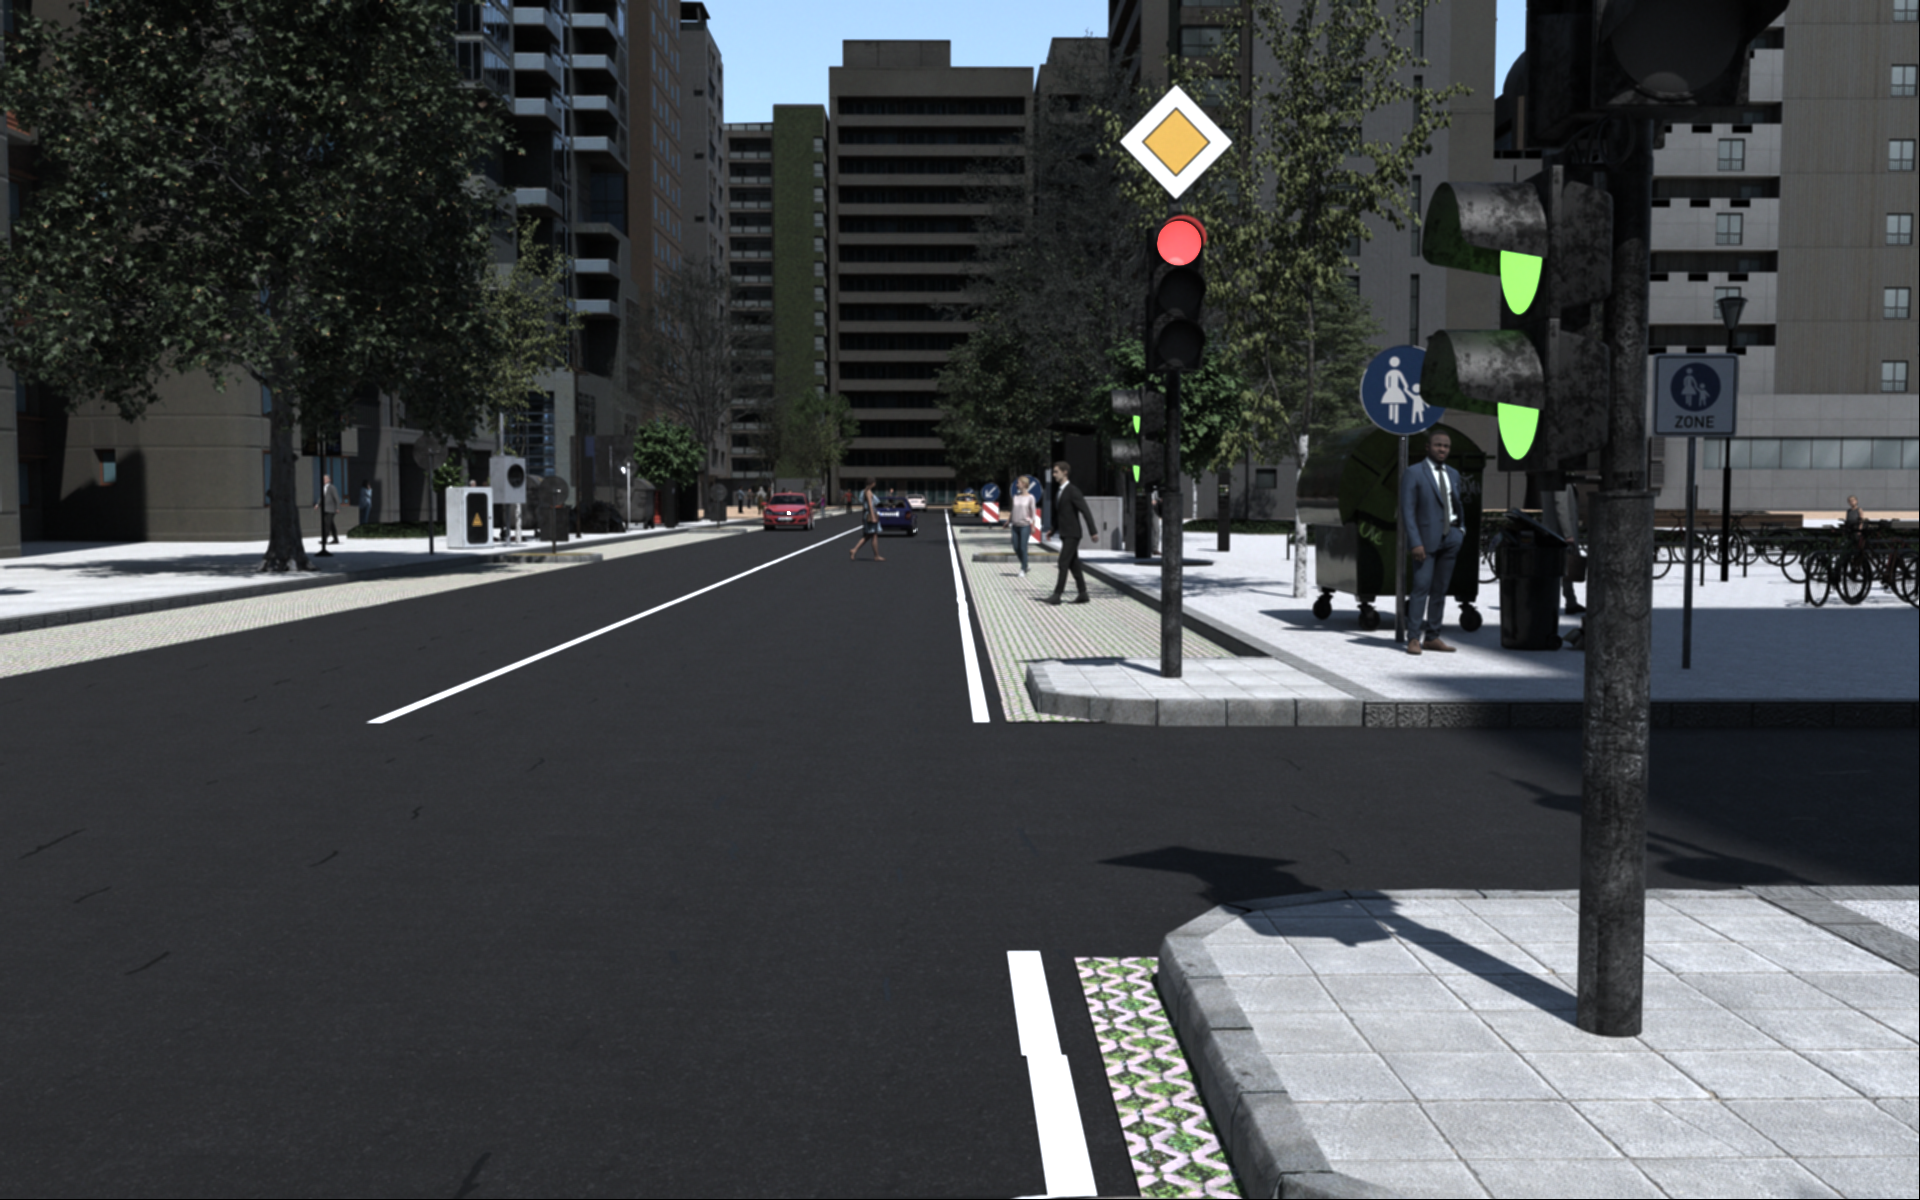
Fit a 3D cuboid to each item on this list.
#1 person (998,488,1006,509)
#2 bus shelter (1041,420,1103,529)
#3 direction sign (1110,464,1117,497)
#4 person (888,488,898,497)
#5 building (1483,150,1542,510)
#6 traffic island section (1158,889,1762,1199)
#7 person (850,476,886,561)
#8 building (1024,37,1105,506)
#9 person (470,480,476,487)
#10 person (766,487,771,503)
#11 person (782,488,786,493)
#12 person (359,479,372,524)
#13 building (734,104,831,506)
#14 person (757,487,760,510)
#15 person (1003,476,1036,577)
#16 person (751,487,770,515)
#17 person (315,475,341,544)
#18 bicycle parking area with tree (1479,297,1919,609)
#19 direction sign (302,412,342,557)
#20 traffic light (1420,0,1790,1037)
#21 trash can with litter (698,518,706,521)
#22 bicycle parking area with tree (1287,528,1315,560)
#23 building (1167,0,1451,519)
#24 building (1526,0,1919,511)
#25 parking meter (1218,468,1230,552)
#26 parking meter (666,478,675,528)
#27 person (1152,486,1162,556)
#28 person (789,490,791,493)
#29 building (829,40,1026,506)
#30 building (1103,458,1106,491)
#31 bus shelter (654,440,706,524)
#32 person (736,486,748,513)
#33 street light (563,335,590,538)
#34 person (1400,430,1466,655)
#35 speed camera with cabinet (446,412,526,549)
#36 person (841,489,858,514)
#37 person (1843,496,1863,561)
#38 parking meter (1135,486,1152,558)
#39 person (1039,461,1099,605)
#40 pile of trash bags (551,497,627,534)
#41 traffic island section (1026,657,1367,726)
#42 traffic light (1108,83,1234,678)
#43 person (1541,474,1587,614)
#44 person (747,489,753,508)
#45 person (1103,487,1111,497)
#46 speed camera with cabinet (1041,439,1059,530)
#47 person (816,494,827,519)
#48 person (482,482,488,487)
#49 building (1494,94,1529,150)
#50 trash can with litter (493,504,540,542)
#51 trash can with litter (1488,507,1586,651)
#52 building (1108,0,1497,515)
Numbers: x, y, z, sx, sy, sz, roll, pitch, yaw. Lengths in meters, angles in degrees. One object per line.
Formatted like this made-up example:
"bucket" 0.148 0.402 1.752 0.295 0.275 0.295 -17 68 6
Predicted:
"person" 3.437 -8.860 150.986 1.350 1.814 0.705 -2 4 -28
"bus shelter" 3.745 -4.085 58.076 1.731 3.624 6.357 0 4 -1
"direction sign" 5.519 -4.248 61.450 0.379 3.537 0.876 -1 4 -22
"person" -3.611 -5.215 94.296 0.750 1.759 0.617 1 4 23
"building" 40.492 -23.023 148.126 14.107 30.474 14.160 0 4 -1
"traffic island section" 1.581 1.108 4.160 2.009 0.180 2.903 0 4 -1
"person" -1.953 -1.736 36.975 0.778 1.811 0.616 -1 4 -9
"building" 18.569 -34.539 188.408 21.600 48.544 21.300 0 4 -1
"person" -17.143 -3.322 60.839 0.515 1.767 0.782 -3 5 -41
"person" -15.083 -8.012 137.183 0.705 1.807 1.348 1 4 19
"person" -15.337 -8.881 151.264 0.705 1.822 1.348 -3 5 -43
"person" -20.752 -3.305 60.342 0.793 1.790 0.793 1 4 22
"building" -20.841 -30.673 185.096 14.086 41.232 14.154 0 4 -1
"person" -16.523 -8.360 142.738 0.705 1.822 1.348 0 4 4
"person" 1.059 -1.265 29.848 0.731 1.740 0.598 2 4 29
"person" -12.407 -6.184 107.874 1.217 1.736 0.721 -2 4 -24
"person" -16.153 -2.306 44.144 0.661 1.777 0.834 1 4 23
"bicycle parking area with tree" 12.016 -2.196 22.903 9.016 4.147 8.231 0 4 -8
"direction sign" -13.100 -2.665 35.563 0.876 3.537 0.379 1 4 10
"traffic light" 1.541 -0.925 4.046 0.839 4.253 0.868 0 4 -1
"trash can with litter" -12.786 -4.322 81.715 2.233 1.210 1.678 3 5 45
"bicycle parking area with tree" 10.936 -2.778 32.428 8.231 4.147 9.016 -1 4 -15
"building" 18.197 -19.827 95.869 14.160 30.474 14.107 0 4 -1
"building" 61.359 -33.731 140.738 27.495 52.752 28.713 0 4 -1
"parking meter" 5.899 -2.018 38.705 0.255 1.863 0.399 1 4 11
"parking meter" -10.867 -3.627 65.016 0.255 1.863 0.399 1 4 11
"person" 3.994 -1.827 36.121 0.606 1.804 0.583 -3 5 -41
"person" -15.975 -9.595 163.721 0.445 1.727 0.742 -2 4 -34
"building" -3.041 -34.595 189.333 21.600 48.544 21.300 0 4 -1
"building" 21.405 -50.495 138.263 22.319 86.520 31.000 0 4 -1
"bus shelter" -12.542 -5.227 76.752 1.731 3.624 6.357 0 4 -1
"person" -14.682 -6.734 116.126 0.705 1.826 1.348 -3 4 -38
"street light" -11.165 -4.755 50.530 0.468 5.910 1.993 0 4 -1
"person" 3.833 -0.482 14.099 0.721 1.800 0.419 -2 4 -32
"speed camera with cabinet" -11.248 -2.862 41.137 0.660 3.252 2.038 2 4 32
"person" -7.974 -7.109 124.668 1.348 1.831 0.705 -2 4 -24
"person" 16.815 -1.339 32.609 0.373 1.253 0.362 -1 4 -22
"parking meter" 3.673 -1.769 34.634 0.255 1.863 0.399 1 4 22
"person" 1.342 -0.858 22.308 0.755 1.850 0.659 -1 4 -18
"pile of trash bags" -12.318 -2.830 56.021 1.912 1.369 3.447 1 4 17
"traffic island section" 1.502 0.620 12.145 2.009 0.180 2.903 0 4 -1
"traffic light" 1.462 -1.413 12.030 0.839 4.253 0.868 0 4 -1
"person" 6.387 -0.746 18.340 0.767 1.812 0.694 0 4 1
"person" -18.541 -8.999 153.712 0.750 1.759 0.617 1 4 22
"person" 8.974 -6.168 107.417 1.217 1.766 0.721 -2 4 -28
"speed camera with cabinet" 3.324 -4.225 63.419 0.660 3.252 2.038 0 4 -1
"person" -7.847 -5.306 98.482 0.599 1.433 0.991 3 4 36
"person" -18.040 -3.629 65.952 0.480 1.755 0.524 -1 4 -23
"building" 64.163 -32.739 185.389 14.200 45.320 14.600 0 4 -1
"trash can with litter" -12.431 -2.204 47.091 2.233 1.210 1.678 2 4 28
"trash can with litter" 4.967 -0.183 14.381 1.055 1.170 0.624 0 4 3
"building" 21.282 -29.937 113.169 21.300 48.544 21.600 0 4 -1
